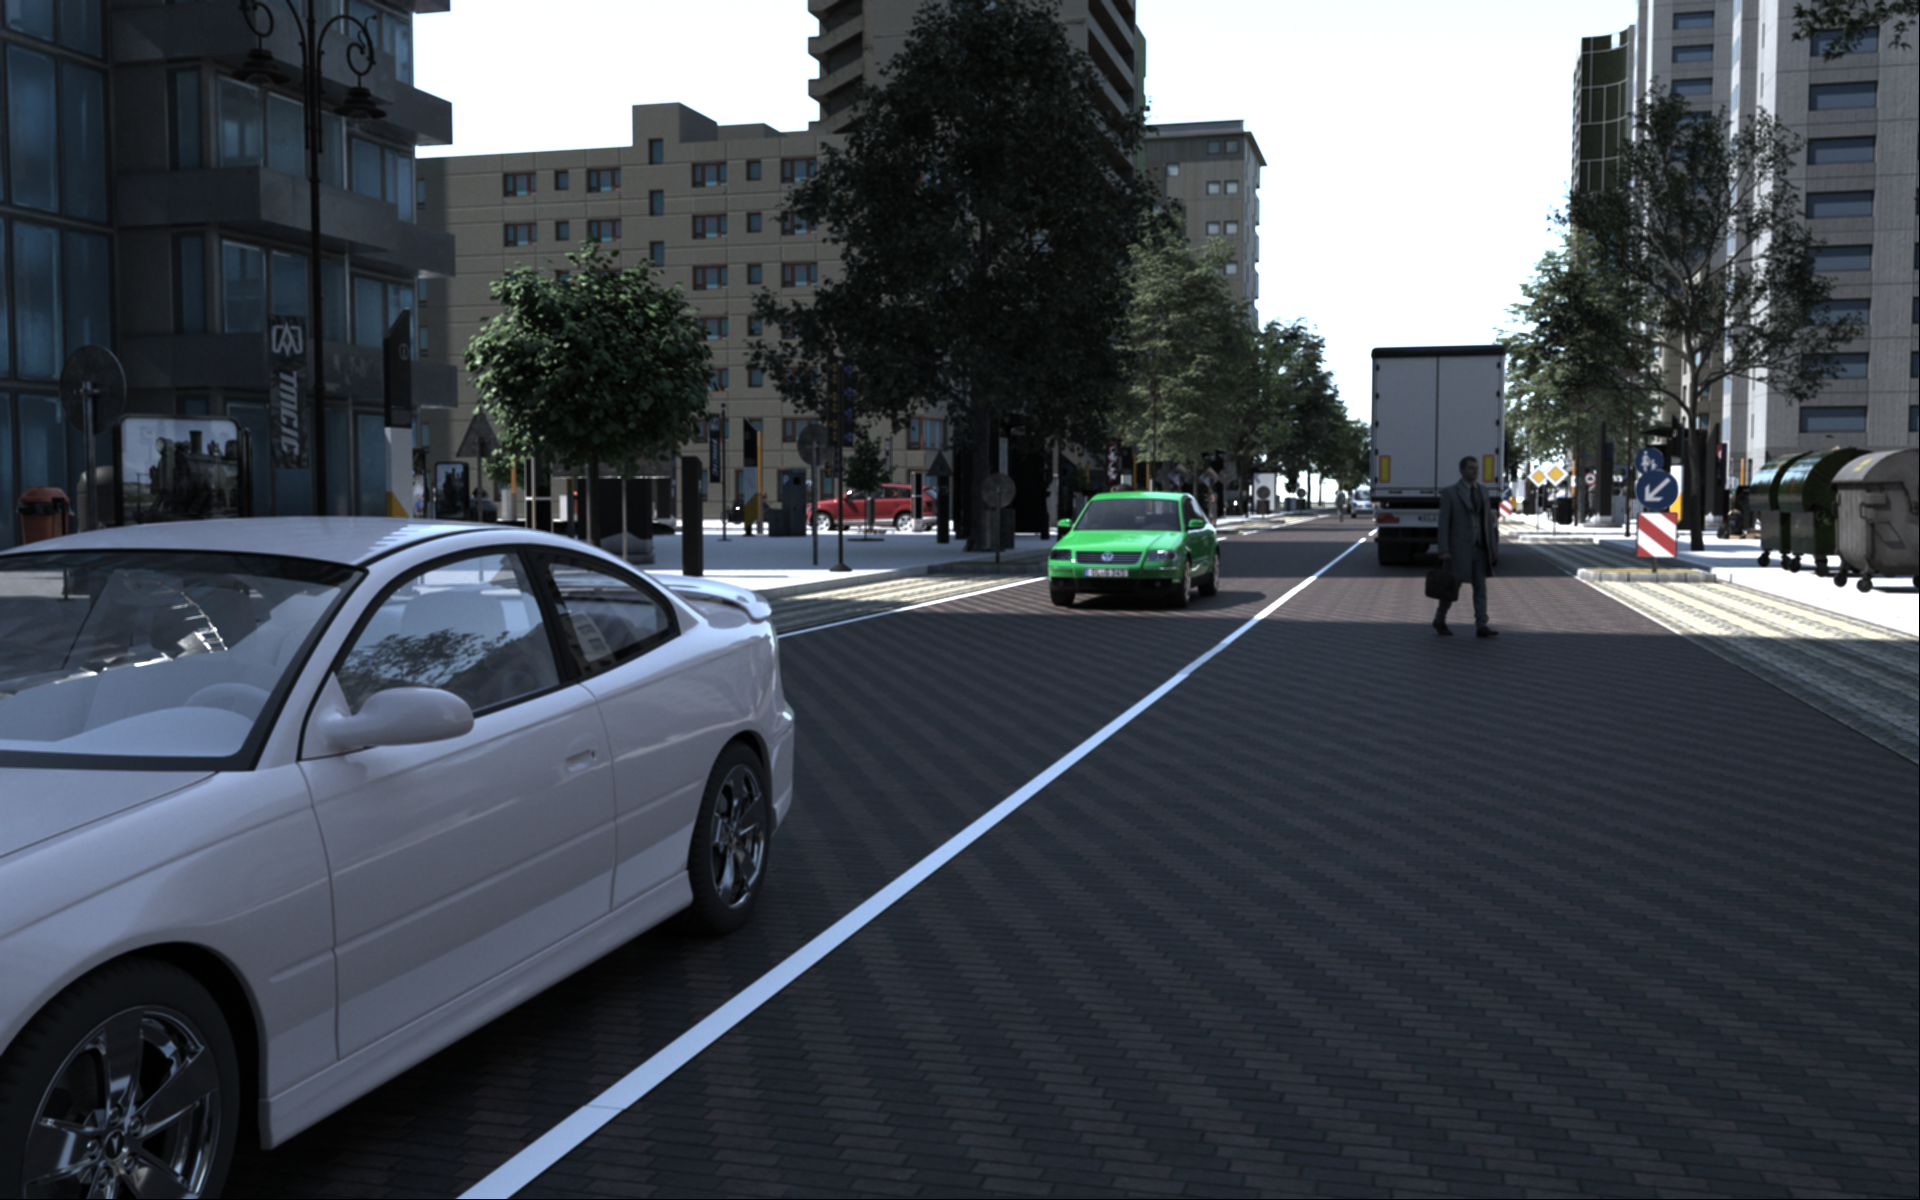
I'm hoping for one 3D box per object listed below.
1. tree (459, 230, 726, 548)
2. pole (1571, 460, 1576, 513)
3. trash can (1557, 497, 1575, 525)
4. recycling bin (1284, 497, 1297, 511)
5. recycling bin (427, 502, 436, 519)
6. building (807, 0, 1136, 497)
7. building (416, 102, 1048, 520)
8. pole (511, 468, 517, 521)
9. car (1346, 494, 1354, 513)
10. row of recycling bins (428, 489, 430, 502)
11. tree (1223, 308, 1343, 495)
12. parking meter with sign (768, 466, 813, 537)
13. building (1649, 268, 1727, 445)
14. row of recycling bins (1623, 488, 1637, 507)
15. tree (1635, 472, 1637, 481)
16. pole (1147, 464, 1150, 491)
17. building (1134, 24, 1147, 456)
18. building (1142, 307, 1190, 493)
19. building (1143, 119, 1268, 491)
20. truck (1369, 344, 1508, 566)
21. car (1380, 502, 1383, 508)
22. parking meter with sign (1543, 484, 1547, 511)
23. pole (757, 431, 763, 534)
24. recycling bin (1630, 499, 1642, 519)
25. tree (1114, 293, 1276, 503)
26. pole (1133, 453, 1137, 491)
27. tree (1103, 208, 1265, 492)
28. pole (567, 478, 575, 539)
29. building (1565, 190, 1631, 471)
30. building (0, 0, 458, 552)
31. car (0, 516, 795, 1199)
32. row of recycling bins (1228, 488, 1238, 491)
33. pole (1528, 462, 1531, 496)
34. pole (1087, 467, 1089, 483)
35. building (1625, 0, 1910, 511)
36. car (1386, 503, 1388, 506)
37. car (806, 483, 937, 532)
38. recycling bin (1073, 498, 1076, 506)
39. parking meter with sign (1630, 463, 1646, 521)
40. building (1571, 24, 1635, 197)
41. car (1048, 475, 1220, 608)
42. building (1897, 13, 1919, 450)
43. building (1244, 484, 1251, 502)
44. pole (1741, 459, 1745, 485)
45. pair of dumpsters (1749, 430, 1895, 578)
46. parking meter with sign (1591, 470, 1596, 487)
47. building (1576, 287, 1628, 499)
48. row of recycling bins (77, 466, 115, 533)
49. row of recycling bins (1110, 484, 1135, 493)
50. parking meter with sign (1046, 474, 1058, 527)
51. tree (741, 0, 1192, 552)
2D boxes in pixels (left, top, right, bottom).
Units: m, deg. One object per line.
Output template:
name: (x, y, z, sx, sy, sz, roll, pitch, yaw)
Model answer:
tree: (-4.599, -2.331, 21.818, 4.285, 4.588, 4.351, 0, 3, 0)
pole: (37.183, -6.797, 104.966, 0.158, 3.312, 0.155, 0, 3, 0)
trash can: (25.194, -3.699, 72.125, 0.748, 1.137, 0.748, 0, 3, 0)
recycling bin: (25.782, -7.501, 135.195, 0.722, 1.027, 0.722, 3, 5, 43)
recycling bin: (-16.529, -2.596, 55.001, 0.722, 1.027, 0.722, -2, 4, -33)
building: (0.904, -30.973, 130.105, 21.300, 48.544, 21.600, 1, 4, 15)
building: (-11.279, -15.583, 99.828, 27.650, 21.520, 28.899, 1, 4, 15)
pole: (-18.462, -4.759, 71.651, 0.158, 3.312, 0.155, 0, 3, 0)
car: (30.629, -7.503, 132.900, 2.015, 1.641, 3.980, 1, 4, 15)
row of recycling bins: (-43.178, -8.404, 144.525, 1.069, 1.692, 3.534, 3, 4, 39)
tree: (21.776, -13.073, 120.403, 9.857, 13.997, 8.962, 0, 3, 0)
parking meter with sign: (-5.062, -3.443, 52.547, 0.543, 3.016, 1.738, 3, 5, 41)
building: (73.686, -18.239, 143.246, 27.650, 21.520, 28.899, 1, 4, 15)
row of recycling bins: (43.007, -6.362, 111.135, 1.069, 1.692, 3.534, 2, 4, 23)
tree: (49.509, -8.156, 127.957, 1.663, 3.219, 1.824, 0, 3, 0)
pole: (12.598, -7.463, 115.866, 0.158, 3.312, 0.155, 0, 3, 0)
building: (7.811, -28.421, 148.275, 14.154, 41.232, 14.086, 1, 4, 15)
building: (7.087, -19.953, 171.276, 27.650, 21.520, 28.899, 1, 4, 15)
building: (28.706, -40.430, 250.270, 28.713, 52.752, 27.495, 1, 4, 15)
truck: (10.609, -3.005, 38.053, 2.839, 4.237, 11.283, 1, 4, 17)
car: (38.019, -8.963, 156.770, 2.015, 1.641, 3.980, 1, 4, 17)
parking meter with sign: (44.302, -8.289, 131.790, 1.738, 3.016, 0.543, 2, 4, 25)
pole: (-6.450, -3.788, 55.775, 0.158, 3.312, 0.155, 0, 3, 0)
recycling bin: (34.499, -4.629, 88.241, 0.722, 1.027, 0.722, 0, 4, 5)
tree: (10.654, -8.854, 79.173, 8.767, 10.594, 7.601, 2, 4, 27)
pole: (8.709, -5.655, 86.306, 0.158, 3.312, 0.155, 0, 3, 0)
tree: (8.290, -9.268, 69.654, 7.486, 12.596, 7.792, 0, 3, 0)
pole: (-10.961, -3.356, 48.715, 0.158, 3.312, 0.155, 0, 3, 0)
building: (96.663, -36.898, 253.397, 14.600, 45.320, 14.200, 1, 4, 15)
building: (-29.358, -25.690, 39.646, 30.456, 49.044, 23.786, 1, 4, 15)
car: (-1.942, 0.475, 4.602, 2.083, 1.381, 4.827, 1, 4, 15)
row of recycling bins: (18.605, -7.020, 121.889, 1.069, 1.692, 3.534, -1, 4, -17)
pole: (35.817, -7.048, 109.073, 0.158, 3.312, 0.155, 0, 3, 0)
pole: (8.678, -7.565, 117.537, 0.158, 3.312, 0.155, 0, 3, 0)
building: (77.408, -38.461, 170.844, 21.231, 58.520, 28.212, 1, 4, 15)
car: (20.074, -3.980, 77.434, 2.083, 1.381, 4.827, 1, 4, 16)
car: (-3.059, -3.263, 62.024, 5.304, 1.827, 2.281, 1, 4, 16)
recycling bin: (7.101, -6.034, 111.209, 0.722, 1.027, 0.722, 0, 4, -1)
parking meter with sign: (33.273, -5.335, 83.489, 1.738, 3.016, 0.543, 1, 4, 19)
building: (103.696, -50.793, 268.713, 20.563, 71.187, 20.611, 1, 4, 15)
car: (2.418, -0.893, 23.404, 1.959, 1.807, 4.718, 1, 4, 16)
building: (59.728, -34.624, 108.103, 21.231, 58.520, 28.212, 1, 4, 15)
building: (32.947, -35.733, 276.120, 32.217, 40.220, 23.993, 1, 4, 15)
pole: (44.917, -6.458, 99.434, 0.158, 3.312, 0.155, 0, 3, 0)
pair of dumpsters: (14.184, -1.586, 28.426, 1.574, 2.255, 4.437, 1, 4, 15)
parking meter with sign: (45.476, -7.836, 124.374, 0.543, 3.016, 1.738, 3, 4, 36)
building: (92.816, -28.643, 240.018, 14.160, 30.474, 14.107, 1, 4, 15)
row of recycling bins: (-12.767, -1.203, 26.787, 1.069, 1.692, 3.534, -1, 4, -13)
row of recycling bins: (6.636, -3.874, 70.445, 1.069, 1.692, 3.534, 0, 4, 3)
parking meter with sign: (3.461, -4.313, 66.771, 1.738, 3.016, 0.543, 1, 4, 12)
tree: (0.446, -7.420, 38.325, 9.611, 12.733, 9.660, 0, 3, 0)
